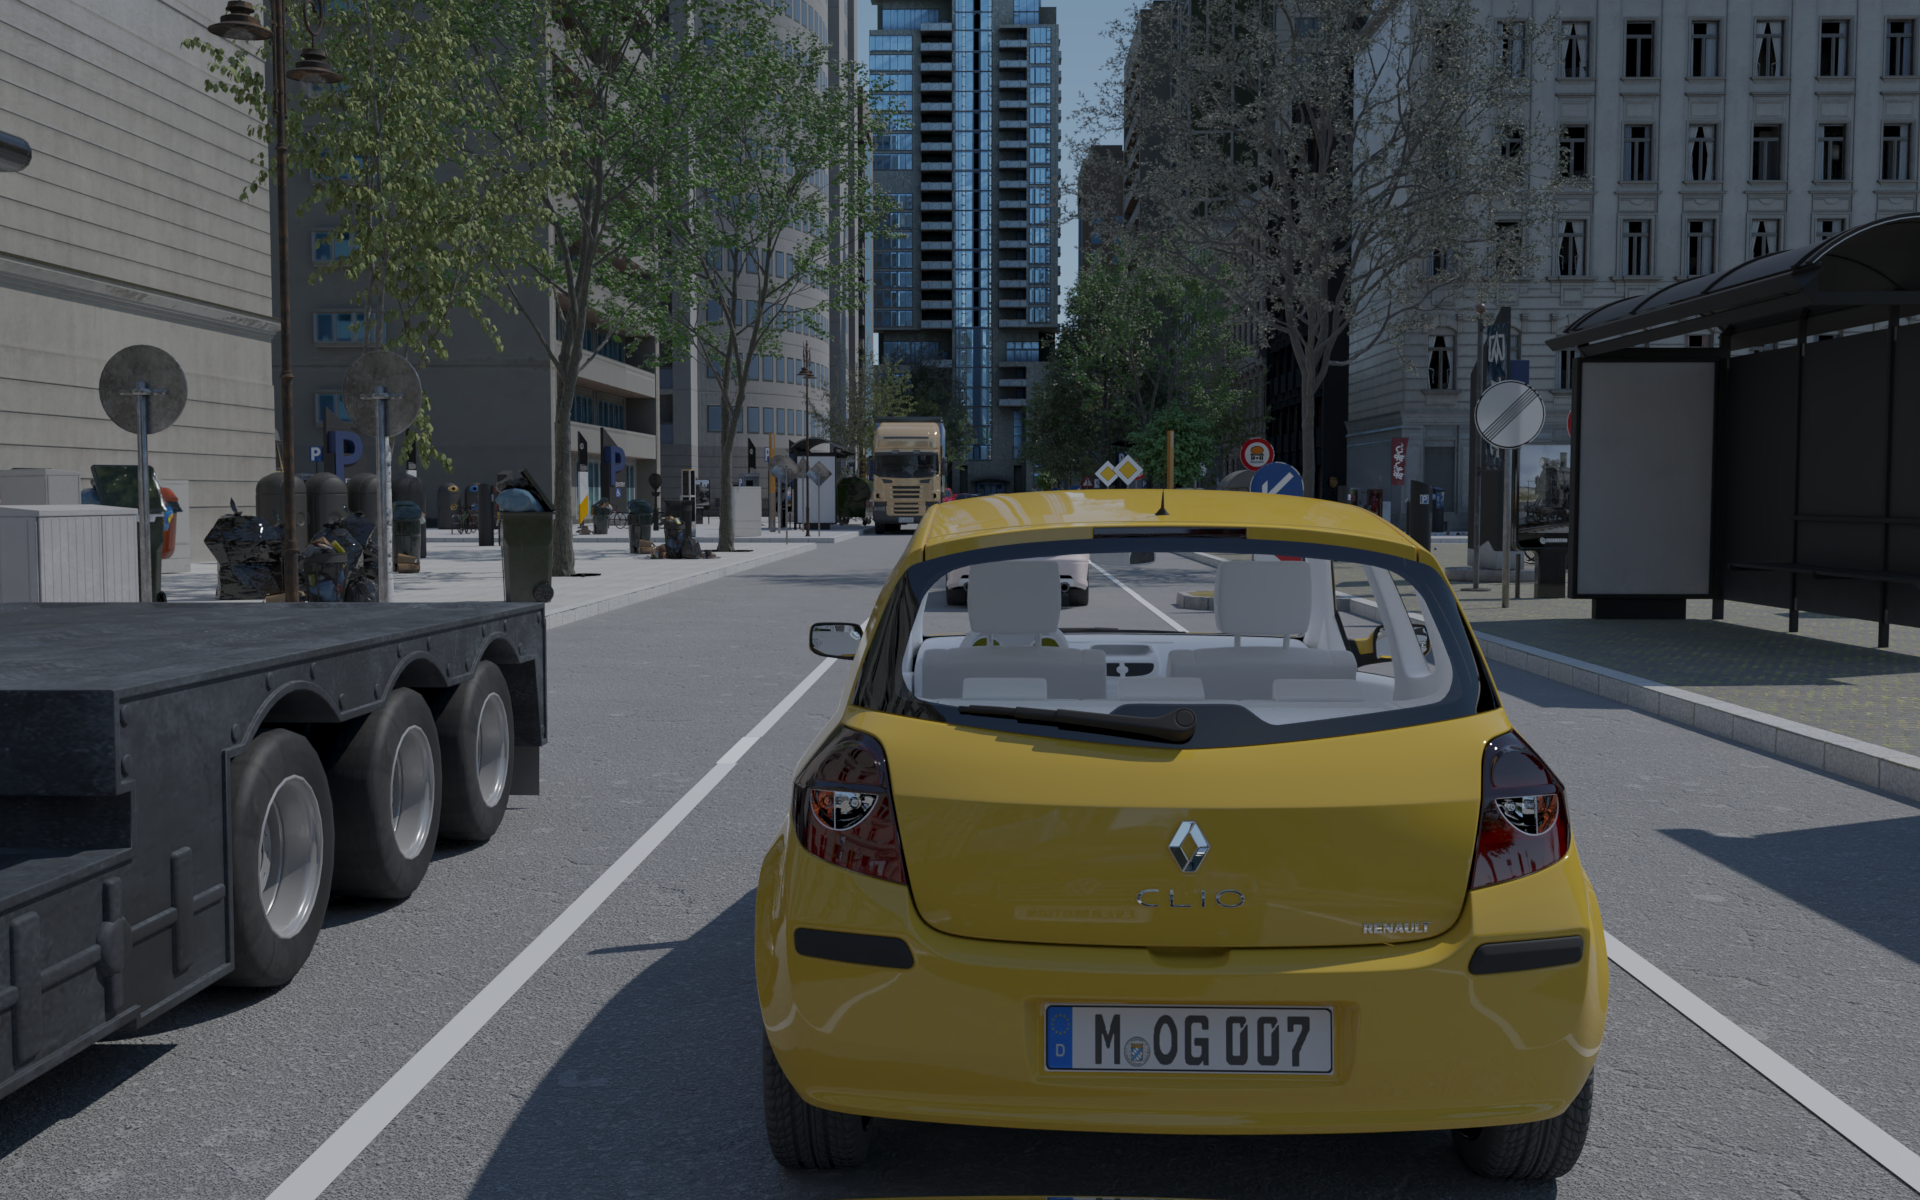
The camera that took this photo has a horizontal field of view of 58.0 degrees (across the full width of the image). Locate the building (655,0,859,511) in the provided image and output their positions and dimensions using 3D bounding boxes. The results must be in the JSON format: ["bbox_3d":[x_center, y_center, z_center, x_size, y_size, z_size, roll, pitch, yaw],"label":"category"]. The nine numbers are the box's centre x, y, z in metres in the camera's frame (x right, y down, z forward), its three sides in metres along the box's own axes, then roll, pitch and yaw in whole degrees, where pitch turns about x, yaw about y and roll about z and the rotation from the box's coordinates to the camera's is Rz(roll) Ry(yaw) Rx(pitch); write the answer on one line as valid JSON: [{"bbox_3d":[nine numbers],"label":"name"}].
[{"bbox_3d":[-21.372,-38.154,165.809,21.231,58.520,28.212,0,4,1],"label":"building"}]

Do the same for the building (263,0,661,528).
[{"bbox_3d":[-25.787,-27.577,74.581,21.300,48.544,21.600,0,4,1],"label":"building"}]

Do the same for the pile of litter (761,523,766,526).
[{"bbox_3d":[-8.575,-3.444,70.272,1.176,0.858,1.719,-2,4,-32],"label":"pile of litter"}]

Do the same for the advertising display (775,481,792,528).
[{"bbox_3d":[-6.794,-3.735,66.283,0.123,1.923,0.974,3,4,37],"label":"advertising display"}]

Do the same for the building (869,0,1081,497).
[{"bbox_3d":[0.148,-56.007,228.390,31.000,86.520,22.319,0,4,1],"label":"building"}]

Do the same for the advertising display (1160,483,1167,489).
[{"bbox_3d":[10.178,-4.824,84.087,0.974,1.923,0.123,3,4,36],"label":"advertising display"}]

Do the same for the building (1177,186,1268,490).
[{"bbox_3d":[20.223,-16.411,117.479,9.793,20.994,18.267,0,4,1],"label":"building"}]

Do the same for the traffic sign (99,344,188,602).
[{"bbox_3d":[-6.963,-0.897,14.775,0.768,2.556,0.104,0,4,2],"label":"traffic sign"}]

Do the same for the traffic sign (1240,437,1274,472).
[{"bbox_3d":[6.691,-2.385,39.102,0.768,2.556,0.104,0,4,2],"label":"traffic sign"}]

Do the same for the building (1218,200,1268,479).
[{"bbox_3d":[20.753,-14.283,98.159,10.561,19.102,19.286,0,4,1],"label":"building"}]

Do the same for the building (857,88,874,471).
[{"bbox_3d":[-16.966,-32.860,187.378,14.200,45.320,14.600,0,4,1],"label":"building"}]

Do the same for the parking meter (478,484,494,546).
[{"bbox_3d":[-11.689,-2.097,42.704,0.372,1.533,0.369,0,3,0],"label":"parking meter"}]

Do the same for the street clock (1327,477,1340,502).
[{"bbox_3d":[15.688,-4.176,72.840,0.471,2.002,0.358,2,4,33],"label":"street clock"}]

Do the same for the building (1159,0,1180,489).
[{"bbox_3d":[26.720,-43.265,145.636,20.563,71.187,20.611,0,4,1],"label":"building"}]

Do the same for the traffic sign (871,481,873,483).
[{"bbox_3d":[-5.216,-6.389,104.471,0.884,2.594,0.081,0,4,8],"label":"traffic sign"}]

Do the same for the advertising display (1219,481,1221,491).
[{"bbox_3d":[13.515,-5.023,87.344,0.974,1.923,0.123,0,4,7],"label":"advertising display"}]

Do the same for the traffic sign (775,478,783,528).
[{"bbox_3d":[-6.734,-3.863,65.296,0.606,2.300,0.079,0,4,4],"label":"traffic sign"}]

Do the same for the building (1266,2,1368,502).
[{"bbox_3d":[21.671,-15.339,80.478,12.332,23.373,15.834,0,4,1],"label":"building"}]

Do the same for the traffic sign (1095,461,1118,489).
[{"bbox_3d":[4.413,-2.944,51.776,0.795,2.450,0.064,0,4,1],"label":"traffic sign"}]

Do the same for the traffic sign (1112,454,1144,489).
[{"bbox_3d":[4.240,-2.456,43.793,0.795,2.450,0.064,0,4,1],"label":"traffic sign"}]

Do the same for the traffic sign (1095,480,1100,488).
[{"bbox_3d":[9.540,-7.155,119.106,0.606,2.300,0.079,0,4,2],"label":"traffic sign"}]

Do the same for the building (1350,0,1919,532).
[{"bbox_3d":[24.008,-13.074,62.917,18.267,20.994,9.793,0,4,1],"label":"building"}]

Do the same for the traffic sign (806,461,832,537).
[{"bbox_3d":[-4.229,-2.957,51.983,0.795,2.450,0.064,0,4,1],"label":"traffic sign"}]

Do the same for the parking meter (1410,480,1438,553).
[{"bbox_3d":[8.294,-1.393,31.184,0.372,1.533,0.369,0,3,0],"label":"parking meter"}]

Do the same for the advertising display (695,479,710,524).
[{"bbox_3d":[-11.125,-4.188,73.687,0.974,1.923,0.123,-1,4,-15],"label":"advertising display"}]

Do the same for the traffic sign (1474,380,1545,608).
[{"bbox_3d":[6.151,-1.183,19.455,0.768,2.556,0.104,0,4,8],"label":"traffic sign"}]

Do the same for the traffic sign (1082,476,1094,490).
[{"bbox_3d":[8.943,-7.426,121.424,0.884,2.594,0.081,0,4,3],"label":"traffic sign"}]

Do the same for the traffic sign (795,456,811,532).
[{"bbox_3d":[-5.325,-3.596,58.793,0.884,2.594,0.081,1,4,9],"label":"traffic sign"}]

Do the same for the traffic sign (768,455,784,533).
[{"bbox_3d":[-5.898,-3.446,56.443,0.768,2.556,0.104,1,4,11],"label":"traffic sign"}]

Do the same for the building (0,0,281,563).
[{"bbox_3d":[-35.714,-15.358,27.521,44.131,29.872,17.030,0,4,1],"label":"building"}]

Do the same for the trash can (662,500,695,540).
[{"bbox_3d":[-6.573,-1.763,40.480,0.748,1.137,0.748,0,3,0],"label":"trash can"}]

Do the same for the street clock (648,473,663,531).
[{"bbox_3d":[-10.623,-3.420,60.490,0.471,2.002,0.358,0,4,-1],"label":"street clock"}]

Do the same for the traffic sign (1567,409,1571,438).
[{"bbox_3d":[7.997,-1.324,21.755,0.768,2.556,0.104,1,4,11],"label":"traffic sign"}]

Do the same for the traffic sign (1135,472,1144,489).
[{"bbox_3d":[6.357,-3.810,62.395,0.768,2.556,0.104,1,4,10],"label":"traffic sign"}]

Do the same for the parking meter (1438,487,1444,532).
[{"bbox_3d":[16.000,-3.031,57.960,0.372,1.533,0.369,0,3,0],"label":"parking meter"}]

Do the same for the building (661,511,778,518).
[{"bbox_3d":[-18.829,-34.555,106.979,21.231,58.520,28.212,0,4,1],"label":"building"}]

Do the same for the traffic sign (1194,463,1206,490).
[{"bbox_3d":[8.468,-3.804,62.308,0.768,2.556,0.104,0,4,2],"label":"traffic sign"}]

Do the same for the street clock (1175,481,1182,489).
[{"bbox_3d":[9.485,-4.321,75.211,0.471,2.002,0.358,-1,4,-20],"label":"street clock"}]

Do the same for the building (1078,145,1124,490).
[{"bbox_3d":[22.655,-35.170,225.141,14.200,45.320,14.600,0,4,1],"label":"building"}]

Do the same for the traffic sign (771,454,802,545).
[{"bbox_3d":[-4.402,-2.468,44.000,0.795,2.450,0.064,0,4,1],"label":"traffic sign"}]

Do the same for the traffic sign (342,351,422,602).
[{"bbox_3d":[-5.148,-0.936,15.413,0.768,2.556,0.104,1,4,11],"label":"traffic sign"}]

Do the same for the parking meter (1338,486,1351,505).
[{"bbox_3d":[11.488,-2.654,51.808,0.372,1.533,0.369,0,3,0],"label":"parking meter"}]

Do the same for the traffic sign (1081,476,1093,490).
[{"bbox_3d":[9.074,-7.574,123.833,0.884,2.594,0.081,0,4,4],"label":"traffic sign"}]

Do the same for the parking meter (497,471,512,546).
[{"bbox_3d":[-11.245,-2.270,42.831,0.255,1.863,0.399,1,4,10],"label":"parking meter"}]

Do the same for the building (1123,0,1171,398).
[{"bbox_3d":[27.215,-33.286,167.924,21.300,48.544,21.600,0,4,1],"label":"building"}]

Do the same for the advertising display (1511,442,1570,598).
[{"bbox_3d":[7.287,-0.987,21.347,0.974,1.923,0.123,0,4,-8],"label":"advertising display"}]
